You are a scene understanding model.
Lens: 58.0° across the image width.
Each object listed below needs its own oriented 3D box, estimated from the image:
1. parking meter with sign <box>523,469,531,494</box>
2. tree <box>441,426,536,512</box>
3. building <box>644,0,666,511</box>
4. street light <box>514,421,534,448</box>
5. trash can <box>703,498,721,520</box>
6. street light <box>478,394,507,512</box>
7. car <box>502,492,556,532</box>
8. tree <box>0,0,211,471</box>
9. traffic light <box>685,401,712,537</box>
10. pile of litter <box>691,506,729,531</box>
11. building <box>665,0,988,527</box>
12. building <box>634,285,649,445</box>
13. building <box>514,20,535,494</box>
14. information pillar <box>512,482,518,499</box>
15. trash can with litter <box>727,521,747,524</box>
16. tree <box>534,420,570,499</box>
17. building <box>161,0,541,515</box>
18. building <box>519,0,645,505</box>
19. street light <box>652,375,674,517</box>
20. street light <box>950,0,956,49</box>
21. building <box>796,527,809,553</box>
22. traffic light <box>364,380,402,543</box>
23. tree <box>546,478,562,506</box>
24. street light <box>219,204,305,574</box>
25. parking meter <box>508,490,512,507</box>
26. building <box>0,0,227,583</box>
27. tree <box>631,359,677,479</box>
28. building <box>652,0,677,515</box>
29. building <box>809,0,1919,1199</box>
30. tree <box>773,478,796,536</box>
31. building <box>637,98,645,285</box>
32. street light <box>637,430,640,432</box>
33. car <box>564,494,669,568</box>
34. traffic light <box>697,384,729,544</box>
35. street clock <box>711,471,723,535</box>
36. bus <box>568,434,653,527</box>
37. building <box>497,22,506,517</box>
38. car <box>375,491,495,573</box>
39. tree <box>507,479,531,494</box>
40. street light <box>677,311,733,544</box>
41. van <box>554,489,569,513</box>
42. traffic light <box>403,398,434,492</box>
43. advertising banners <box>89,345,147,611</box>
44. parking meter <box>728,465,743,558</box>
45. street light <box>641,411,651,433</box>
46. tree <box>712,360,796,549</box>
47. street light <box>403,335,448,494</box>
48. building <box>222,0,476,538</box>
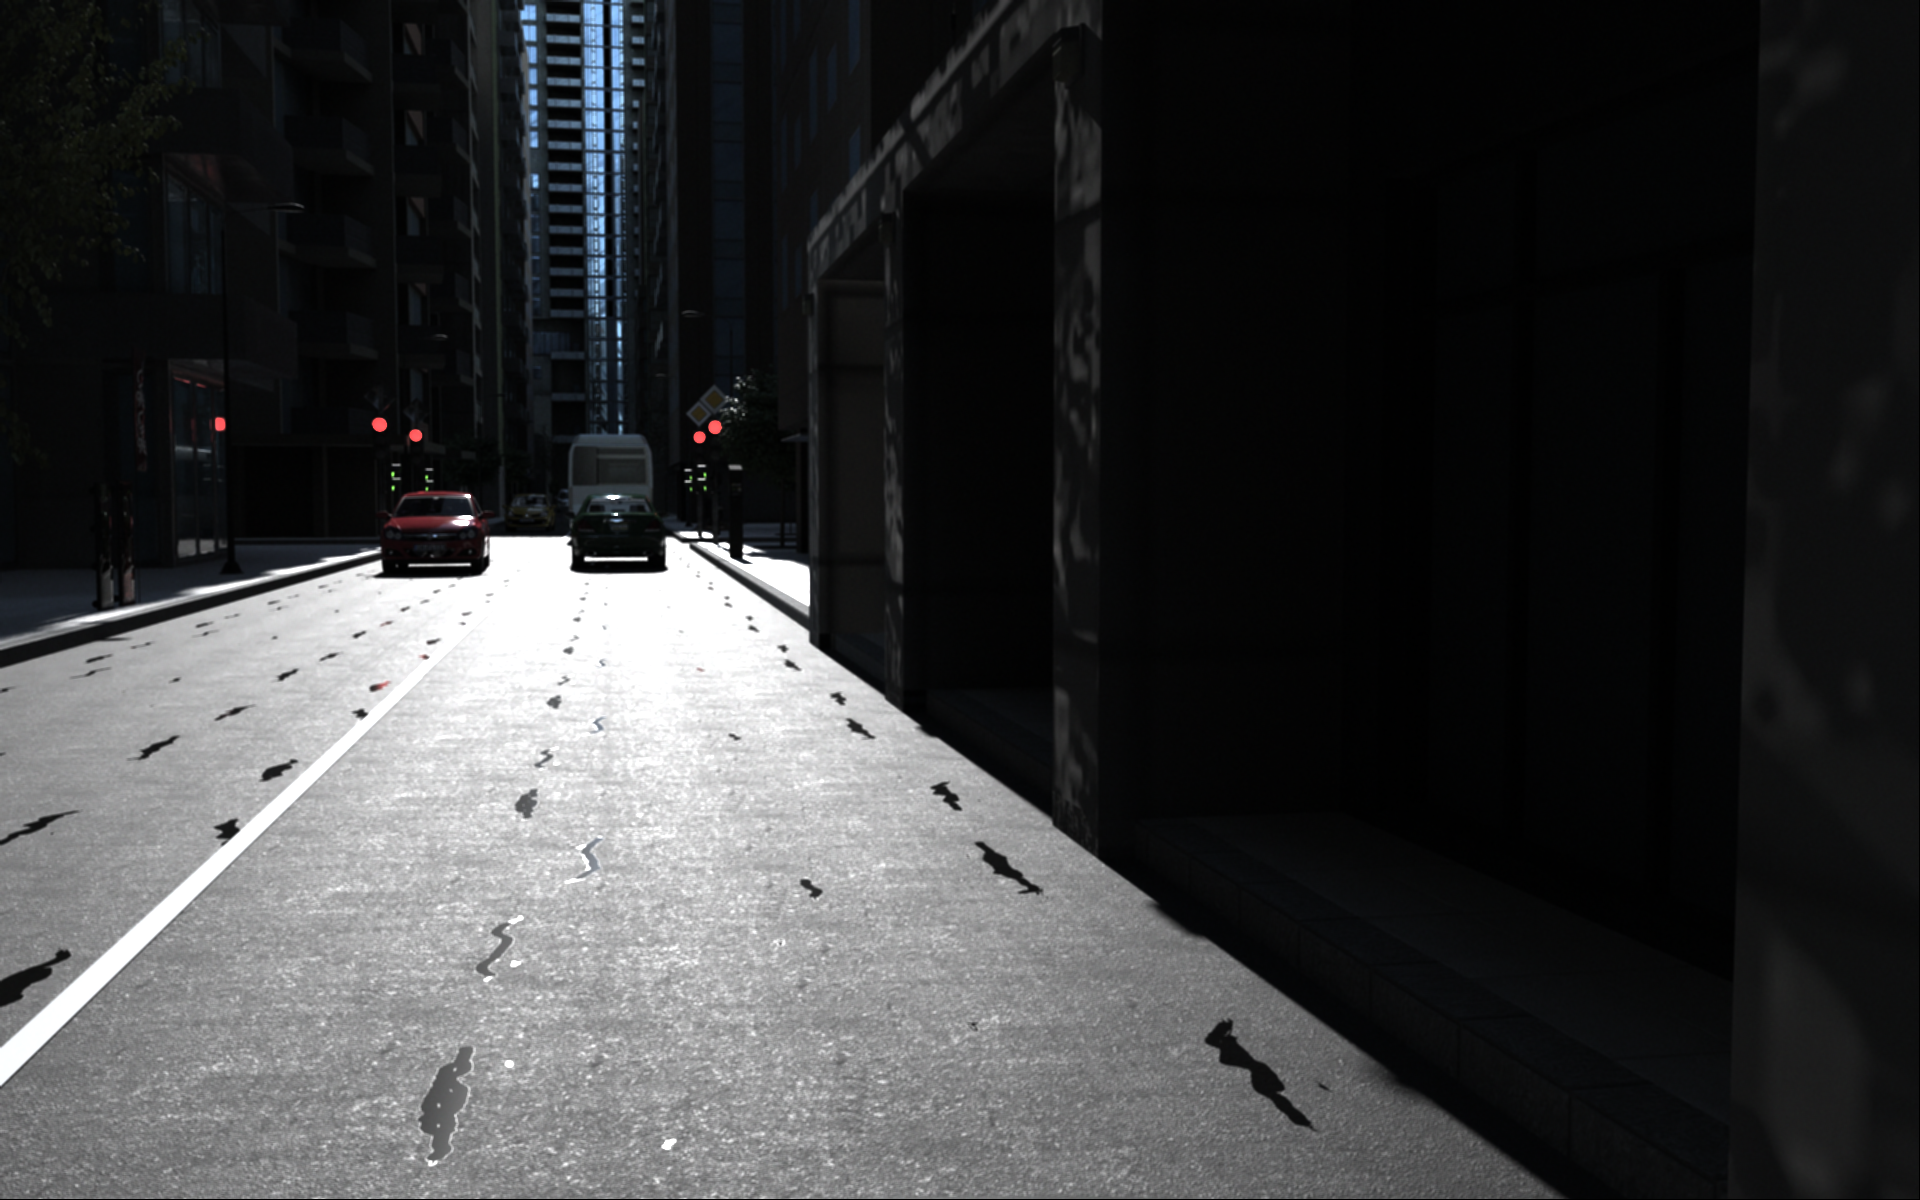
[{"bbox_3d":[-30.206,-7.558,119.830,0.543,3.016,1.738,-2,4,-30],"label":"parking meter with sign"},{"bbox_3d":[-23.474,-6.083,83.165,4.285,4.588,4.351,0,3,0],"label":"tree"},{"bbox_3d":[-17.739,-27.741,137.164,14.154,41.232,14.086,-1,4,-11],"label":"building"},{"bbox_3d":[-27.612,-8.379,109.533,1.470,5.913,1.316,-1,4,-11],"label":"street light"},{"bbox_3d":[-9.654,-3.419,67.547,0.748,1.137,0.748,0,3,0],"label":"trash can"},{"bbox_3d":[-21.684,-6.588,80.262,1.470,5.913,1.316,-1,4,-11],"label":"street light"},{"bbox_3d":[-16.530,-3.451,66.643,2.015,1.641,3.980,-1,4,-10],"label":"car"},{"bbox_3d":[-9.620,-4.041,16.426,4.737,8.622,4.395,0,3,0],"label":"tree"},{"bbox_3d":[-7.870,-3.869,52.176,0.839,4.253,0.868,-1,4,-11],"label":"traffic light"},{"bbox_3d":[-8.596,-2.879,61.030,1.719,0.858,1.176,2,4,24],"label":"pile of litter"},{"bbox_3d":[-6.758,-26.423,82.123,14.600,45.320,14.200,-1,4,-11],"label":"building"},{"bbox_3d":[-15.822,-19.272,160.134,27.650,21.520,28.899,-1,4,-11],"label":"building"},{"bbox_3d":[-46.938,-31.173,159.786,14.600,45.320,14.200,-1,4,-11],"label":"building"},{"bbox_3d":[-26.347,-6.002,102.623,0.304,2.012,0.304,0,4,-3],"label":"information pillar"},{"bbox_3d":[-10.049,-3.859,74.157,2.233,1.210,1.678,-1,4,-22],"label":"trash can with litter"},{"bbox_3d":[-41.139,-13.681,174.041,4.360,8.622,3.978,0,3,0],"label":"tree"},{"bbox_3d":[-45.860,-31.607,136.382,23.786,49.044,30.456,-1,4,-11],"label":"building"},{"bbox_3d":[-45.931,-55.231,215.695,31.000,86.520,22.319,-1,4,-11],"label":"building"},{"bbox_3d":[-11.168,-5.820,67.699,1.470,5.913,1.316,-1,4,-11],"label":"street light"},{"bbox_3d":[-0.594,-2.608,15.181,1.470,5.913,1.316,-1,4,-11],"label":"street light"},{"bbox_3d":[4.108,-23.345,31.805,14.600,45.320,14.200,-1,4,-11],"label":"building"},{"bbox_3d":[-14.243,-3.292,42.737,0.839,4.253,0.868,-1,4,-11],"label":"traffic light"},{"bbox_3d":[-45.498,-12.321,196.044,1.663,3.219,1.824,0,3,0],"label":"tree"},{"bbox_3d":[-11.186,-3.379,27.781,1.470,5.913,1.316,-1,4,-11],"label":"street light"},{"bbox_3d":[-29.871,-6.709,115.409,0.399,1.863,0.255,1,4,19],"label":"parking meter"},{"bbox_3d":[-27.289,-24.848,25.871,30.456,49.044,23.786,-1,4,-11],"label":"building"},{"bbox_3d":[-15.248,-8.715,92.851,4.360,8.622,3.978,0,3,0],"label":"tree"},{"bbox_3d":[-8.469,-30.149,112.542,23.786,49.044,30.456,-1,4,-11],"label":"building"},{"bbox_3d":[10.578,-34.752,6.448,20.563,71.187,20.611,-1,4,-11],"label":"building"},{"bbox_3d":[-5.351,-3.624,53.855,1.663,3.219,1.824,0,3,0],"label":"tree"},{"bbox_3d":[-28.734,-33.248,193.709,14.600,45.320,14.200,-1,4,-11],"label":"building"},{"bbox_3d":[-22.831,-9.375,125.825,1.470,5.913,1.316,-1,4,-11],"label":"street light"},{"bbox_3d":[-6.981,-1.435,35.268,2.131,1.459,4.920,-1,4,-12],"label":"car"},{"bbox_3d":[-6.294,-3.390,44.347,0.839,4.253,0.868,-1,4,-11],"label":"traffic light"},{"bbox_3d":[-7.585,-3.011,53.803,0.358,2.002,0.471,-3,5,-39],"label":"street clock"},{"bbox_3d":[-11.995,-3.972,59.796,2.948,3.499,13.247,-1,4,-11],"label":"bus"},{"bbox_3d":[-31.772,-24.895,90.635,14.154,41.232,14.086,-1,4,-11],"label":"building"},{"bbox_3d":[-9.917,-1.458,32.887,2.155,1.783,4.494,-1,4,-13],"label":"car"},{"bbox_3d":[-29.123,-7.301,113.978,1.663,3.219,1.824,0,3,0],"label":"tree"},{"bbox_3d":[-6.382,-4.390,44.317,1.470,5.913,1.316,-1,4,-11],"label":"street light"},{"bbox_3d":[-30.395,-7.783,134.258,2.013,2.044,4.112,-1,4,-12],"label":"van"},{"bbox_3d":[-15.819,-3.770,50.566,0.839,4.253,0.868,-1,4,-11],"label":"traffic light"},{"bbox_3d":[-9.609,-1.448,19.869,0.090,3.025,2.074,-1,4,-9],"label":"advertising banners"},{"bbox_3d":[-4.494,-1.774,34.710,0.255,1.863,0.399,-1,4,-12],"label":"parking meter"},{"bbox_3d":[-16.985,-7.606,96.902,1.470,5.913,1.316,-1,4,-11],"label":"street light"},{"bbox_3d":[-4.214,-3.513,41.156,4.285,4.588,4.351,0,3,0],"label":"tree"},{"bbox_3d":[-15.678,-4.782,50.727,1.470,5.913,1.316,-1,4,-11],"label":"street light"},{"bbox_3d":[-29.410,-24.854,60.992,22.147,44.769,28.867,-1,4,-11],"label":"building"}]
